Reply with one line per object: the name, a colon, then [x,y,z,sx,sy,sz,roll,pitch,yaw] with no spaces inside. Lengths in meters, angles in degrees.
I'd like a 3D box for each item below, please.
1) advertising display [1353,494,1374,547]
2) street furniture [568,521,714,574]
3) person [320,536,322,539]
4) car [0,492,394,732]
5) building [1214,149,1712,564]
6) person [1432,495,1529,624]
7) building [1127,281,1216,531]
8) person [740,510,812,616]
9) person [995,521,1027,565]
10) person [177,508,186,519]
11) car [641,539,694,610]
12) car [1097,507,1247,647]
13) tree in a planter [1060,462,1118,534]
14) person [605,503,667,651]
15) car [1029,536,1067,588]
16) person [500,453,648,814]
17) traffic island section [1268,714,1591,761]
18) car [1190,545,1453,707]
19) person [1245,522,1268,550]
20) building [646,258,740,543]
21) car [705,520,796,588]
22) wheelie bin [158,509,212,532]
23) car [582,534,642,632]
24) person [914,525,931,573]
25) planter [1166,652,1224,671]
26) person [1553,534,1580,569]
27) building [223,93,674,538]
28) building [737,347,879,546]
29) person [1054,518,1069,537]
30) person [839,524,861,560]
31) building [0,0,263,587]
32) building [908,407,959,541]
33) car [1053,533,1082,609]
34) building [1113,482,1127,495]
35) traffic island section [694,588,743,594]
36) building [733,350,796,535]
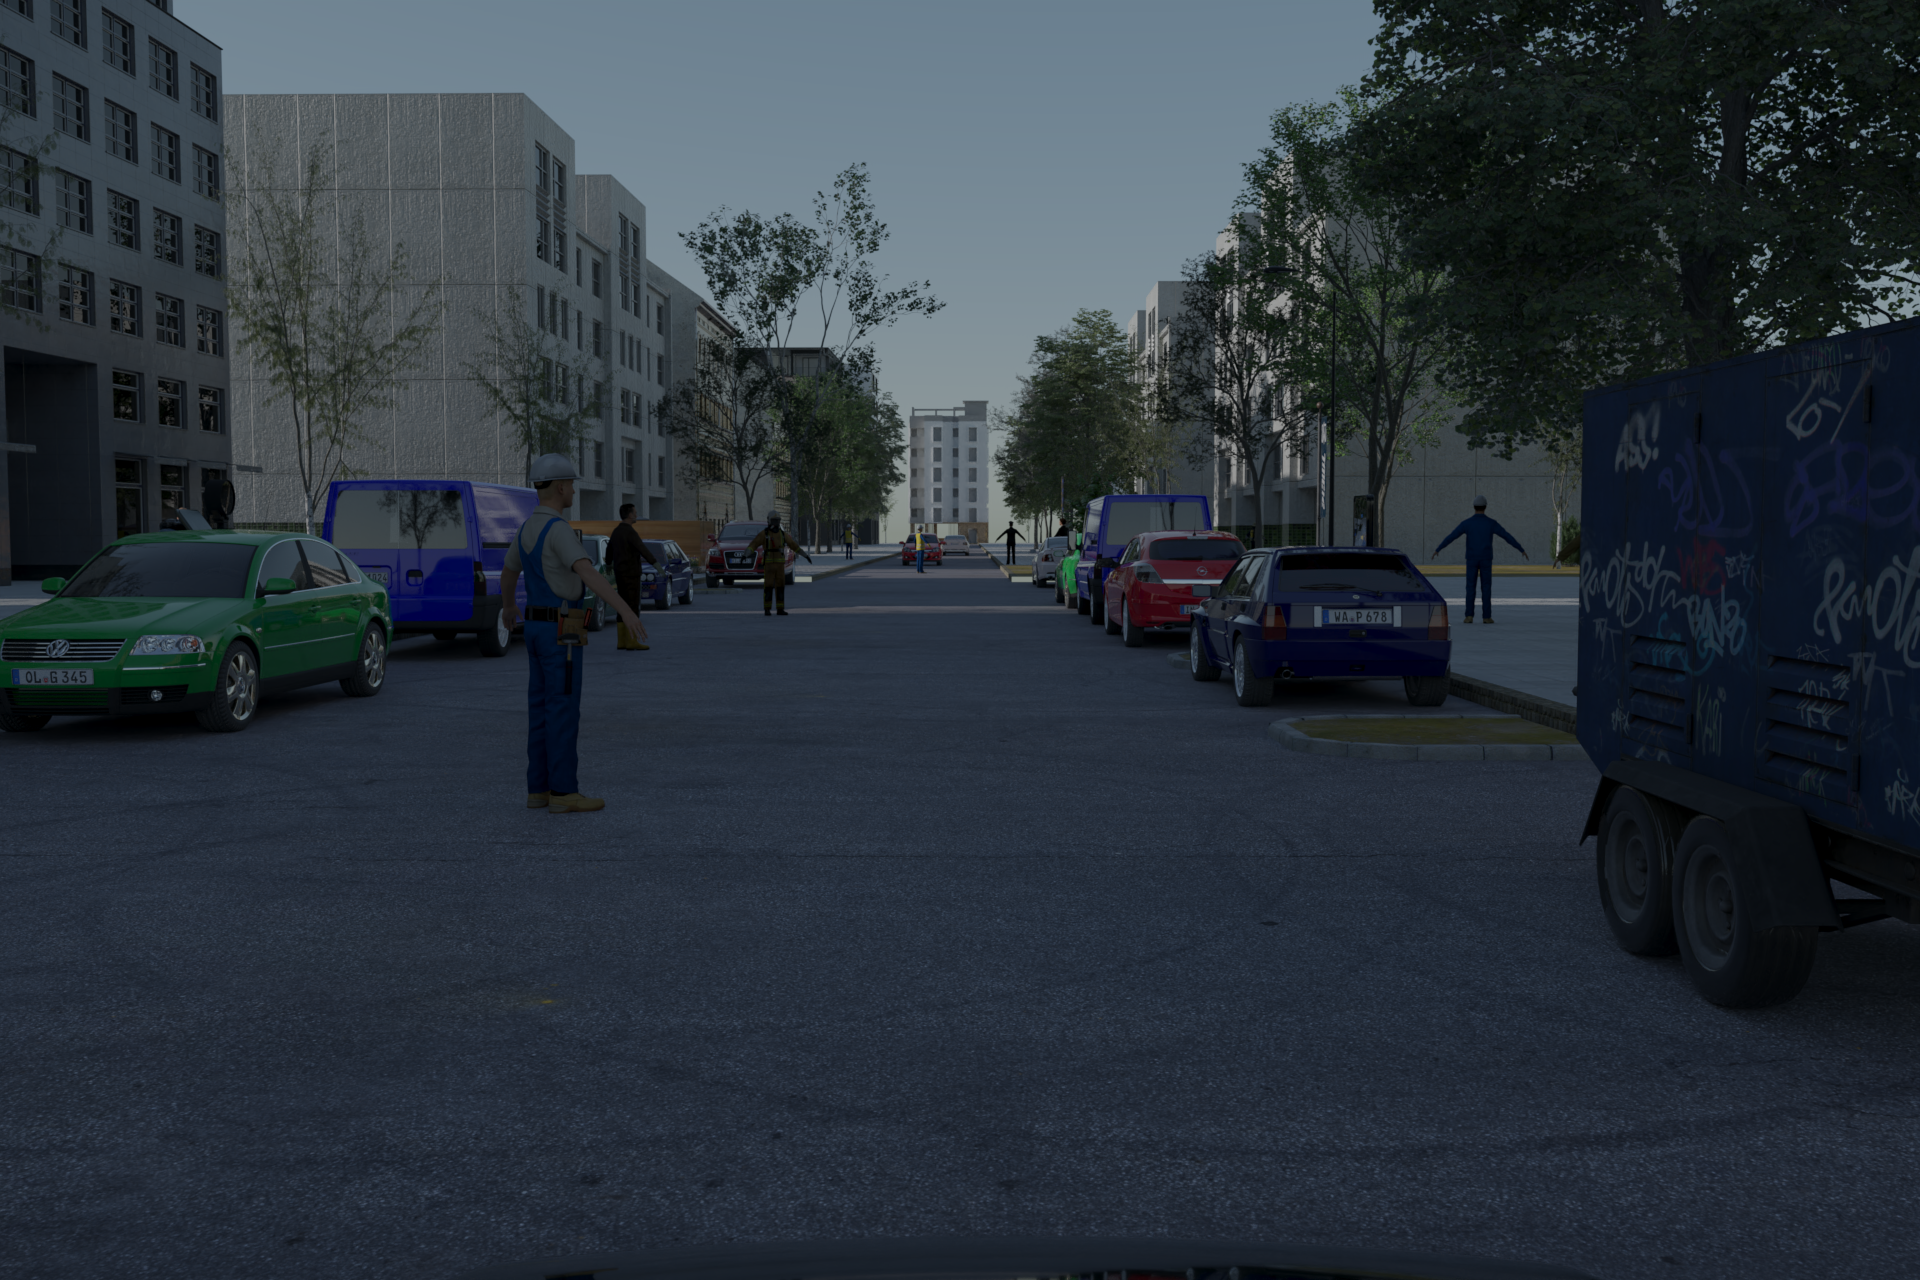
advertising display: [6.653,-1.431,28.606,0.123,1.923,0.974,0,3,0]
street furniture: [-12.461,-3.186,58.943,9.812,1.723,11.010,0,4,5]
person: [-19.245,-2.848,52.837,0.705,1.796,1.348,1,4,10]
car: [-6.061,-0.314,13.930,1.959,1.807,4.718,0,4,1]
building: [23.643,-13.564,88.225,16.747,18.905,31.486,0,4,0]
person: [7.468,-1.164,24.905,1.347,1.842,0.705,1,4,21]
building: [22.258,-16.094,129.586,16.747,18.905,31.486,0,4,1]
person: [-3.260,-1.361,30.473,1.354,1.858,0.705,-2,4,-29]
person: [2.141,-4.084,72.715,1.347,1.837,0.705,0,4,-6]
person: [-14.109,-1.514,31.355,0.434,1.755,0.990,3,4,38]
car: [-6.337,-1.310,33.992,1.945,1.354,3.894,0,4,1]
car: [2.966,-0.879,23.405,2.155,1.783,4.494,0,4,0]
tree in a planter: [3.401,-2.807,43.117,1.991,3.239,1.994,0,4,0]
person: [-4.072,-0.783,21.400,0.704,1.812,1.346,-3,5,-41]
car: [2.966,-2.155,47.594,2.083,1.381,4.827,0,3,0]
person: [-2.085,-0.042,9.008,0.705,1.847,1.347,-3,5,-43]
traffic island section: [3.186,0.668,11.949,1.991,0.108,1.994,0,4,-1]
car: [3.151,-0.192,15.728,1.945,1.354,3.894,0,4,-1]
person: [14.311,-4.785,84.009,0.705,1.856,1.354,-3,5,-43]
building: [-26.184,-17.712,120.523,19.493,23.208,18.063,0,3,0]
car: [-5.681,-2.367,47.371,2.281,1.827,5.304,0,3,0]
wheelie bin: [-9.834,-0.866,22.072,0.693,1.594,0.980,0,3,0]
car: [-6.182,-0.928,26.970,2.131,1.459,4.920,0,4,0]
person: [-1.364,-3.312,63.079,0.721,1.772,1.216,-2,4,-28]
planter: [3.296,0.131,18.996,1.991,0.319,1.994,0,4,1]
person: [6.757,-0.679,17.881,1.217,1.736,0.721,1,4,23]
building: [-25.482,-13.407,85.667,16.747,18.905,31.486,0,4,1]
building: [-24.584,-22.136,205.893,27.936,21.610,32.646,0,4,1]
person: [3.326,-3.084,56.611,0.705,1.806,1.347,3,4,37]
person: [-5.539,-4.929,87.046,1.216,1.772,0.721,1,4,23]
building: [-28.329,-13.822,44.406,11.959,24.771,22.079,0,4,0]
building: [-7.100,-23.906,249.743,11.380,20.090,16.016,0,4,7]
car: [2.891,-1.580,34.625,1.959,1.807,4.718,0,4,-1]
building: [21.223,-17.169,222.856,9.099,9.664,28.070,0,4,0]
traffic island section: [-6.339,-1.181,42.177,1.991,0.108,1.994,0,3,0]
building: [-27.424,-21.336,179.765,19.493,23.208,18.063,0,4,1]
